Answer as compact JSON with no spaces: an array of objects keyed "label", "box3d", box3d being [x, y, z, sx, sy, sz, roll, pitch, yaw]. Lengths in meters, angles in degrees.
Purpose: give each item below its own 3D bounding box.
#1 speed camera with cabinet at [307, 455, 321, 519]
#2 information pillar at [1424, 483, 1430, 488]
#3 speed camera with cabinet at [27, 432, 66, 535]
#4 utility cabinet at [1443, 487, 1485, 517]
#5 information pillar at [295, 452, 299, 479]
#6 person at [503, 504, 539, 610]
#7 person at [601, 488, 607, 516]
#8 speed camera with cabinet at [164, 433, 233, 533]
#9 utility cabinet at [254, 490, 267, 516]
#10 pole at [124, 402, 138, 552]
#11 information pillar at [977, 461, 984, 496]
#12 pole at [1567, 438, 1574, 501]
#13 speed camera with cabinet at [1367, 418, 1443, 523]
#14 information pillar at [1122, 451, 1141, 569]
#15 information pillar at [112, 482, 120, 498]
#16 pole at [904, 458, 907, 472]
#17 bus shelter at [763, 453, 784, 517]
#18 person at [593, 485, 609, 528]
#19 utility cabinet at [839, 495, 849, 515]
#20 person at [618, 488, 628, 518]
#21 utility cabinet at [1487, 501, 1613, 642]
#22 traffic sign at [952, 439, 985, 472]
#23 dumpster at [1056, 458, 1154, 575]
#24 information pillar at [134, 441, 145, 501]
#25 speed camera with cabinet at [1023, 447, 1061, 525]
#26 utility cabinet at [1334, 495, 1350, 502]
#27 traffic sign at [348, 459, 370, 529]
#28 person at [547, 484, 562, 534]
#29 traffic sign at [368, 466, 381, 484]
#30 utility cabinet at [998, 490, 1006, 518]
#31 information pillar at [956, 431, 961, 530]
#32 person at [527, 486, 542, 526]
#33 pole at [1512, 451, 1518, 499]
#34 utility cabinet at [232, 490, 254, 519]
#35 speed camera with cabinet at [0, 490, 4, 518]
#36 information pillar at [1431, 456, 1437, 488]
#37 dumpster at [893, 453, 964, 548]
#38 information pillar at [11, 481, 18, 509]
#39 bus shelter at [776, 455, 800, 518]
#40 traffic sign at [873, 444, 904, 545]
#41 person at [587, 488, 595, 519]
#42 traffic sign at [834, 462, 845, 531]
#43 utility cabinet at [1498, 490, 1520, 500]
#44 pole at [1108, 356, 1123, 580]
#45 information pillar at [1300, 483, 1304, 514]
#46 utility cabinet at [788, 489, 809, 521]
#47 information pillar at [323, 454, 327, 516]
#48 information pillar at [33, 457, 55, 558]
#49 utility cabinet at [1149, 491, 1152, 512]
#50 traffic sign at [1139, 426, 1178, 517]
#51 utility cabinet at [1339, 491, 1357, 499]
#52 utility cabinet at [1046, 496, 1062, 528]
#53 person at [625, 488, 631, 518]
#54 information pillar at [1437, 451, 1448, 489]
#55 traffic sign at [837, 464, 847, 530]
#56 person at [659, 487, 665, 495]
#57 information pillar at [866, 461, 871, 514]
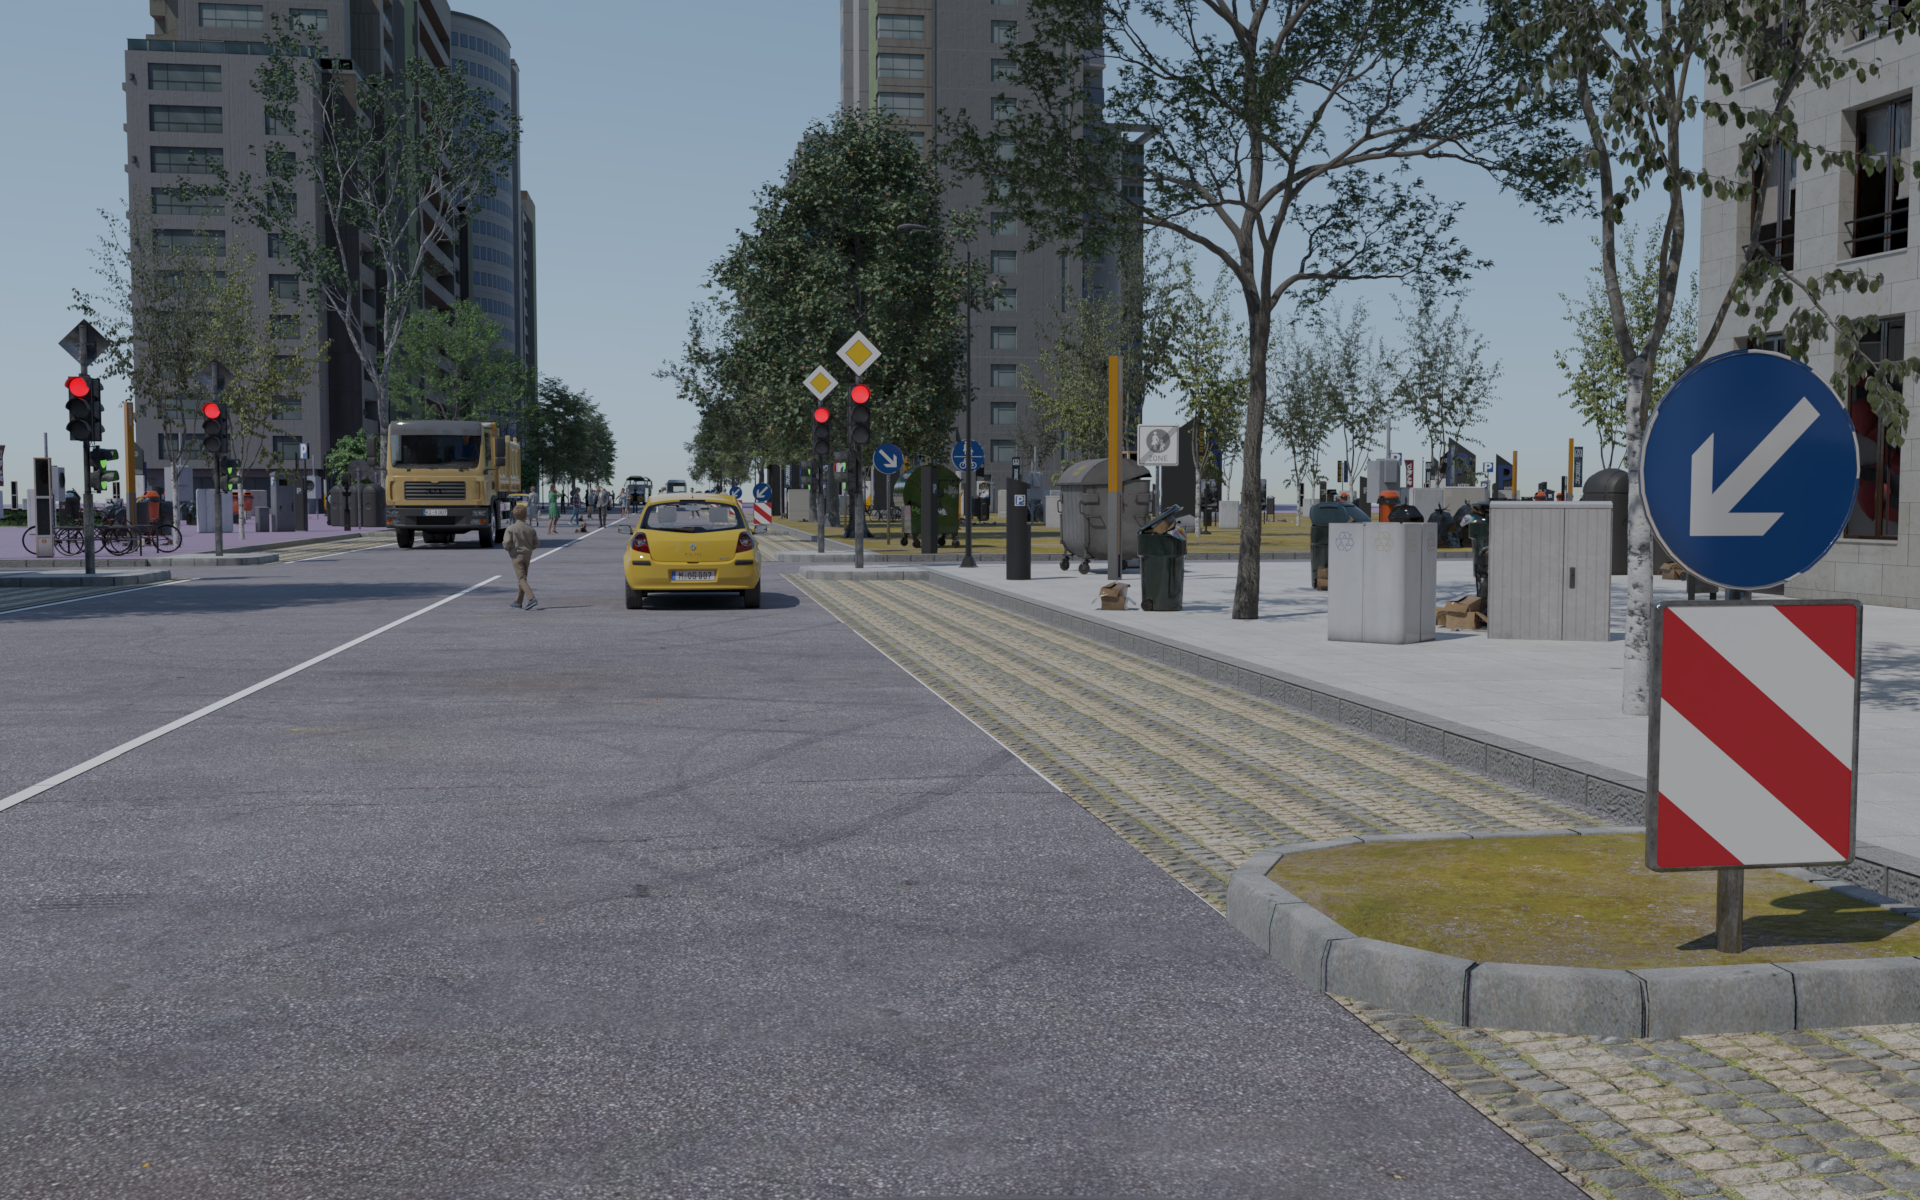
[{"label":"speed camera with cabinet","box3d":[-33.417,-5.708,87.662,2.038,3.252,0.660,1,4,10]},{"label":"information pillar","box3d":[31.406,-6.858,116.617,0.304,2.012,0.304,0,4,-5]},{"label":"speed camera with cabinet","box3d":[-29.037,-3.713,55.050,0.660,3.252,2.038,-1,4,-11]},{"label":"utility cabinet","box3d":[15.074,-2.640,51.836,1.173,1.500,0.318,0,4,2]},{"label":"information pillar","box3d":[-36.891,-6.428,96.459,0.183,3.616,0.504,0,4,-8]},{"label":"person","box3d":[-5.446,-0.531,21.456,0.640,1.303,0.475,3,4,37]},{"label":"person","box3d":[-22.811,-6.235,110.650,0.583,1.804,0.606,0,4,-3]},{"label":"speed camera with cabinet","box3d":[-24.970,-3.821,56.809,0.660,3.252,2.038,3,4,37]},{"label":"utility cabinet","box3d":[-40.333,-5.546,99.357,0.318,1.500,1.173,2,4,28]},{"label":"pole","box3d":[-18.429,-2.730,38.481,0.158,3.312,0.155,0,3,0]},{"label":"information pillar","box3d":[1.313,-7.195,108.985,0.504,3.616,0.183,0,4,7]},{"label":"pole","box3d":[22.284,-4.244,63.227,0.158,3.312,0.155,0,3,0]},{"label":"speed camera with cabinet","box3d":[11.655,-3.118,45.316,2.038,3.252,0.660,-1,4,-22]},{"label":"information pillar","box3d":[2.911,-1.551,29.851,0.304,2.012,0.304,-3,4,-36]},{"label":"information pillar","box3d":[-50.697,-6.092,104.101,0.304,2.012,0.304,1,4,13]},{"label":"pole","box3d":[-2.828,-5.879,89.972,0.158,3.312,0.155,0,3,0]},{"label":"bus shelter","box3d":[-10.666,-6.745,101.570,1.731,3.624,6.357,-1,4,-9]},{"label":"person","box3d":[-15.161,-3.946,73.195,0.592,1.802,0.473,1,4,20]},{"label":"utility cabinet","box3d":[-7.054,-5.814,106.215,1.020,1.237,0.306,-3,5,-42]},{"label":"person","box3d":[-20.249,-5.829,103.896,0.616,1.811,0.778,-2,4,-34]},{"label":"utility cabinet","box3d":[5.198,-0.252,15.278,1.020,1.237,0.306,1,4,19]},{"label":"traffic sign","box3d":[0.185,-2.459,40.317,0.768,2.556,0.104,0,4,-3]},{"label":"dumpster","box3d":[2.367,-1.377,28.277,1.264,1.857,1.865,-1,4,-9]},{"label":"information pillar","box3d":[-36.407,-5.227,76.816,0.504,3.616,0.183,1,4,13]},{"label":"speed camera with cabinet","box3d":[3.624,-4.800,72.821,2.038,3.252,0.660,-2,4,-32]},{"label":"utility cabinet","box3d":[21.748,-5.329,98.294,1.020,1.237,0.306,-1,4,-14]},{"label":"traffic sign","box3d":[-21.757,-3.829,62.702,0.768,2.556,0.104,0,4,-4]},{"label":"person","box3d":[-14.533,-3.245,61.798,0.600,1.795,0.529,3,5,43]},{"label":"traffic sign","box3d":[-26.278,-4.765,78.016,0.768,2.556,0.104,0,4,-3]},{"label":"utility cabinet","box3d":[2.588,-5.058,91.374,1.173,1.500,0.318,2,4,29]},{"label":"information pillar","box3d":[-0.058,-4.321,62.007,0.183,3.616,0.504,-1,4,-13]},{"label":"person","box3d":[-18.896,-4.146,76.632,0.694,1.780,0.624,-2,4,-28]},{"label":"pole","box3d":[26.089,-5.359,81.471,0.158,3.312,0.155,0,3,0]},{"label":"utility cabinet","box3d":[-36.449,-4.838,87.784,1.173,1.500,0.318,2,4,30]},{"label":"speed camera with cabinet","box3d":[-44.307,-5.135,78.295,0.660,3.252,2.038,1,4,15]},{"label":"information pillar","box3d":[28.295,-6.847,103.307,0.504,3.616,0.183,3,5,42]},{"label":"dumpster","box3d":[-0.749,-2.402,41.763,1.502,2.255,1.985,-1,4,-9]},{"label":"information pillar","box3d":[-53.464,-5.716,97.943,0.304,2.012,0.304,-1,4,-20]},{"label":"bus shelter","box3d":[-8.775,-7.096,93.647,2.179,5.291,8.768,-1,4,-9]},{"label":"traffic sign","box3d":[-1.807,-2.668,43.732,0.768,2.556,0.104,0,4,0]},{"label":"person","box3d":[-20.824,-5.416,97.538,0.515,1.767,0.782,0,4,1]},{"label":"traffic sign","box3d":[-3.983,-3.660,59.944,0.768,2.556,0.104,0,4,-4]},{"label":"utility cabinet","box3d":[30.521,-5.364,96.383,1.173,1.500,0.318,0,4,1]},{"label":"pole","box3d":[2.309,-1.951,25.738,0.158,3.312,0.155,0,3,0]},{"label":"information pillar","box3d":[22.107,-6.576,112.008,0.304,2.012,0.304,0,4,8]},{"label":"utility cabinet","box3d":[-7.613,-4.535,82.830,1.173,1.500,0.318,-1,4,-14]},{"label":"information pillar","box3d":[-36.725,-6.657,100.193,0.183,3.616,0.504,-1,4,-14]},{"label":"information pillar","box3d":[-18.409,-1.854,34.805,0.304,2.012,0.304,-1,4,-22]},{"label":"utility cabinet","box3d":[12.295,-6.446,114.069,1.173,1.500,0.318,-3,4,-38]},{"label":"traffic sign","box3d":[2.903,-1.429,25.487,0.606,2.300,0.079,0,4,-5]},{"label":"utility cabinet","box3d":[24.688,-6.211,110.228,0.318,1.500,1.173,-3,5,-41]},{"label":"utility cabinet","box3d":[3.752,-3.375,66.344,0.306,1.237,1.020,-3,5,-44]},{"label":"person","box3d":[-20.218,-5.909,105.454,0.374,1.781,0.599,2,4,35]},{"label":"information pillar","box3d":[25.768,-6.162,92.104,0.504,3.616,0.183,1,4,23]},{"label":"traffic sign","box3d":[-3.805,-3.399,57.709,0.606,2.300,0.079,0,4,-5]},{"label":"person","box3d":[-14.586,-4.637,84.669,0.624,1.780,0.694,-3,5,-41]},{"label":"information pillar","box3d":[-5.805,-7.246,109.823,0.183,3.616,0.504,-3,5,-40]}]
